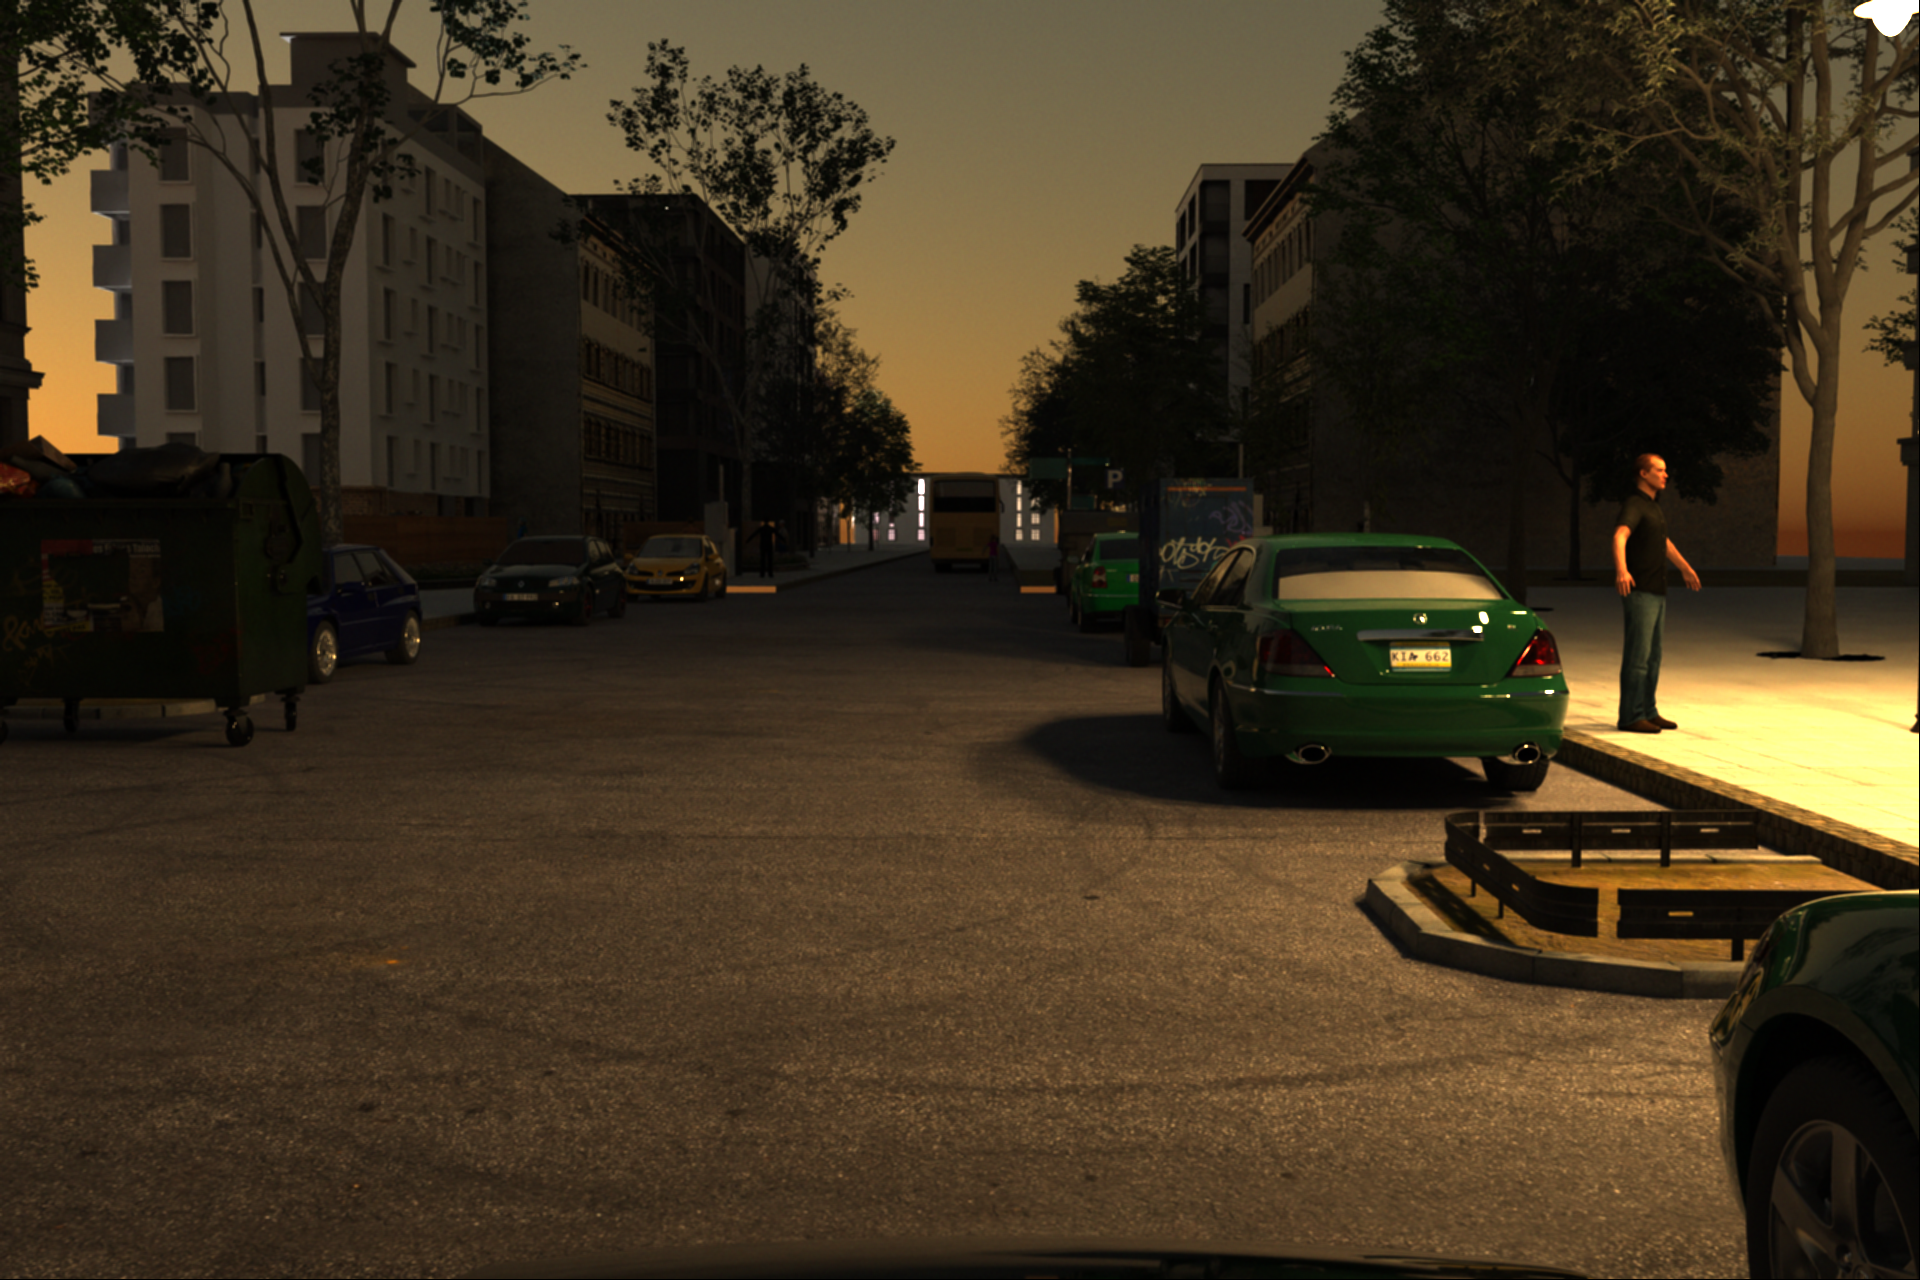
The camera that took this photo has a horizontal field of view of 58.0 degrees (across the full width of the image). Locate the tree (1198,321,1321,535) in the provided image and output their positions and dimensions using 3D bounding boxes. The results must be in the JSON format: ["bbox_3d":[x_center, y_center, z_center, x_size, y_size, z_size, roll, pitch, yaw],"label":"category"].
[{"bbox_3d":[10.475,-6.646,59.023,4.737,8.622,4.395,0,3,0],"label":"tree"}]

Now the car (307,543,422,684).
[{"bbox_3d":[-6.881,-0.316,17.747,1.945,1.354,3.894,0,4,1],"label":"car"}]

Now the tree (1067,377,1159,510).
[{"bbox_3d":[6.615,-7.817,78.173,4.737,8.622,4.395,0,3,0],"label":"tree"}]

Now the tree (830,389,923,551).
[{"bbox_3d":[-6.566,-13.272,135.131,7.486,12.596,7.792,0,3,0],"label":"tree"}]

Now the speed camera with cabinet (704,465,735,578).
[{"bbox_3d":[-6.982,-3.422,50.279,0.660,3.252,2.038,0,4,2],"label":"speed camera with cabinet"}]

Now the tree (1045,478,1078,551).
[{"bbox_3d":[7.636,-10.981,129.900,4.737,8.622,4.395,0,3,0],"label":"tree"}]

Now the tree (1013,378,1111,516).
[{"bbox_3d":[7.392,-12.424,121.260,7.486,12.596,7.792,0,3,0],"label":"tree"}]

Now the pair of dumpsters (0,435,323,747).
[{"bbox_3d":[-6.881,-0.433,12.037,4.436,2.255,1.574,0,4,1],"label":"pair of dumpsters"}]

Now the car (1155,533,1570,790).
[{"bbox_3d":[2.378,0.041,11.135,2.131,1.459,4.920,0,4,1],"label":"car"}]

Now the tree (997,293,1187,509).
[{"bbox_3d":[6.963,-10.819,87.265,12.009,13.543,11.850,0,3,0],"label":"tree"}]

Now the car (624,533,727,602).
[{"bbox_3d":[-6.140,-1.669,37.518,2.015,1.641,3.980,0,4,1],"label":"car"}]

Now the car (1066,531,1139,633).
[{"bbox_3d":[2.631,-1.077,26.401,1.959,1.807,4.718,0,4,1],"label":"car"}]

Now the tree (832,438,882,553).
[{"bbox_3d":[-7.795,-10.394,120.310,4.360,8.622,3.978,0,3,0],"label":"tree"}]

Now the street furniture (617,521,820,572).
[{"bbox_3d":[-7.949,-3.355,61.709,9.812,1.723,11.010,0,4,8],"label":"street furniture"}]

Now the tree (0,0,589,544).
[{"bbox_3d":[-12.811,-10.869,33.606,12.611,20.169,13.585,0,3,0],"label":"tree"}]

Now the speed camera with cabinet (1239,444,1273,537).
[{"bbox_3d":[6.336,-2.634,37.401,0.660,3.252,2.038,0,4,2],"label":"speed camera with cabinet"}]

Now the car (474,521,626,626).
[{"bbox_3d":[-6.616,-1.126,28.198,2.009,1.686,4.222,0,4,1],"label":"car"}]

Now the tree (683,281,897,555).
[{"bbox_3d":[-8.150,-10.626,84.098,12.009,13.543,11.850,0,3,0],"label":"tree"}]

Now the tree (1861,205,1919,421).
[{"bbox_3d":[28.300,-7.375,46.331,9.928,11.665,9.643,0,3,0],"label":"tree"}]

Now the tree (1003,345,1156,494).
[{"bbox_3d":[7.857,-12.159,109.171,12.009,13.543,11.850,0,3,0],"label":"tree"}]

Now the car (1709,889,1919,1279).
[{"bbox_3d":[2.165,0.655,1.096,2.131,1.459,4.920,0,4,1],"label":"car"}]

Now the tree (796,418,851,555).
[{"bbox_3d":[-8.401,-9.661,108.324,4.737,8.622,4.395,0,3,0],"label":"tree"}]

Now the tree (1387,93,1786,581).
[{"bbox_3d":[17.003,-8.410,47.866,12.009,13.543,11.850,0,3,0],"label":"tree"}]

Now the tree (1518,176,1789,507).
[{"bbox_3d":[24.316,-9.426,60.764,9.857,13.997,8.962,0,3,0],"label":"tree"}]

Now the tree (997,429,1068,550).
[{"bbox_3d":[8.262,-14.113,141.123,12.009,13.543,11.850,0,3,0],"label":"tree"}]

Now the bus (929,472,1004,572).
[{"bbox_3d":[0.303,-4.678,68.030,2.896,3.916,12.252,0,4,1],"label":"bus"}]

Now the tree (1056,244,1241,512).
[{"bbox_3d":[7.384,-9.162,67.920,7.486,12.596,7.792,0,3,0],"label":"tree"}]

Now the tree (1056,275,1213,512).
[{"bbox_3d":[4.402,-6.091,49.958,4.360,8.622,3.978,0,3,0],"label":"tree"}]

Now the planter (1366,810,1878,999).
[{"bbox_3d":[2.559,0.907,6.313,1.991,0.319,1.994,0,4,2],"label":"planter"}]

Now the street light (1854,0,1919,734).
[{"bbox_3d":[6.240,-2.338,11.007,0.468,5.910,1.993,0,4,1],"label":"street light"}]

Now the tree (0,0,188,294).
[{"bbox_3d":[-12.821,-5.750,19.761,9.928,11.665,9.643,0,3,0],"label":"tree"}]

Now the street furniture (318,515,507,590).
[{"bbox_3d":[-14.306,-2.172,42.366,11.010,1.723,9.812,1,4,15],"label":"street furniture"}]
